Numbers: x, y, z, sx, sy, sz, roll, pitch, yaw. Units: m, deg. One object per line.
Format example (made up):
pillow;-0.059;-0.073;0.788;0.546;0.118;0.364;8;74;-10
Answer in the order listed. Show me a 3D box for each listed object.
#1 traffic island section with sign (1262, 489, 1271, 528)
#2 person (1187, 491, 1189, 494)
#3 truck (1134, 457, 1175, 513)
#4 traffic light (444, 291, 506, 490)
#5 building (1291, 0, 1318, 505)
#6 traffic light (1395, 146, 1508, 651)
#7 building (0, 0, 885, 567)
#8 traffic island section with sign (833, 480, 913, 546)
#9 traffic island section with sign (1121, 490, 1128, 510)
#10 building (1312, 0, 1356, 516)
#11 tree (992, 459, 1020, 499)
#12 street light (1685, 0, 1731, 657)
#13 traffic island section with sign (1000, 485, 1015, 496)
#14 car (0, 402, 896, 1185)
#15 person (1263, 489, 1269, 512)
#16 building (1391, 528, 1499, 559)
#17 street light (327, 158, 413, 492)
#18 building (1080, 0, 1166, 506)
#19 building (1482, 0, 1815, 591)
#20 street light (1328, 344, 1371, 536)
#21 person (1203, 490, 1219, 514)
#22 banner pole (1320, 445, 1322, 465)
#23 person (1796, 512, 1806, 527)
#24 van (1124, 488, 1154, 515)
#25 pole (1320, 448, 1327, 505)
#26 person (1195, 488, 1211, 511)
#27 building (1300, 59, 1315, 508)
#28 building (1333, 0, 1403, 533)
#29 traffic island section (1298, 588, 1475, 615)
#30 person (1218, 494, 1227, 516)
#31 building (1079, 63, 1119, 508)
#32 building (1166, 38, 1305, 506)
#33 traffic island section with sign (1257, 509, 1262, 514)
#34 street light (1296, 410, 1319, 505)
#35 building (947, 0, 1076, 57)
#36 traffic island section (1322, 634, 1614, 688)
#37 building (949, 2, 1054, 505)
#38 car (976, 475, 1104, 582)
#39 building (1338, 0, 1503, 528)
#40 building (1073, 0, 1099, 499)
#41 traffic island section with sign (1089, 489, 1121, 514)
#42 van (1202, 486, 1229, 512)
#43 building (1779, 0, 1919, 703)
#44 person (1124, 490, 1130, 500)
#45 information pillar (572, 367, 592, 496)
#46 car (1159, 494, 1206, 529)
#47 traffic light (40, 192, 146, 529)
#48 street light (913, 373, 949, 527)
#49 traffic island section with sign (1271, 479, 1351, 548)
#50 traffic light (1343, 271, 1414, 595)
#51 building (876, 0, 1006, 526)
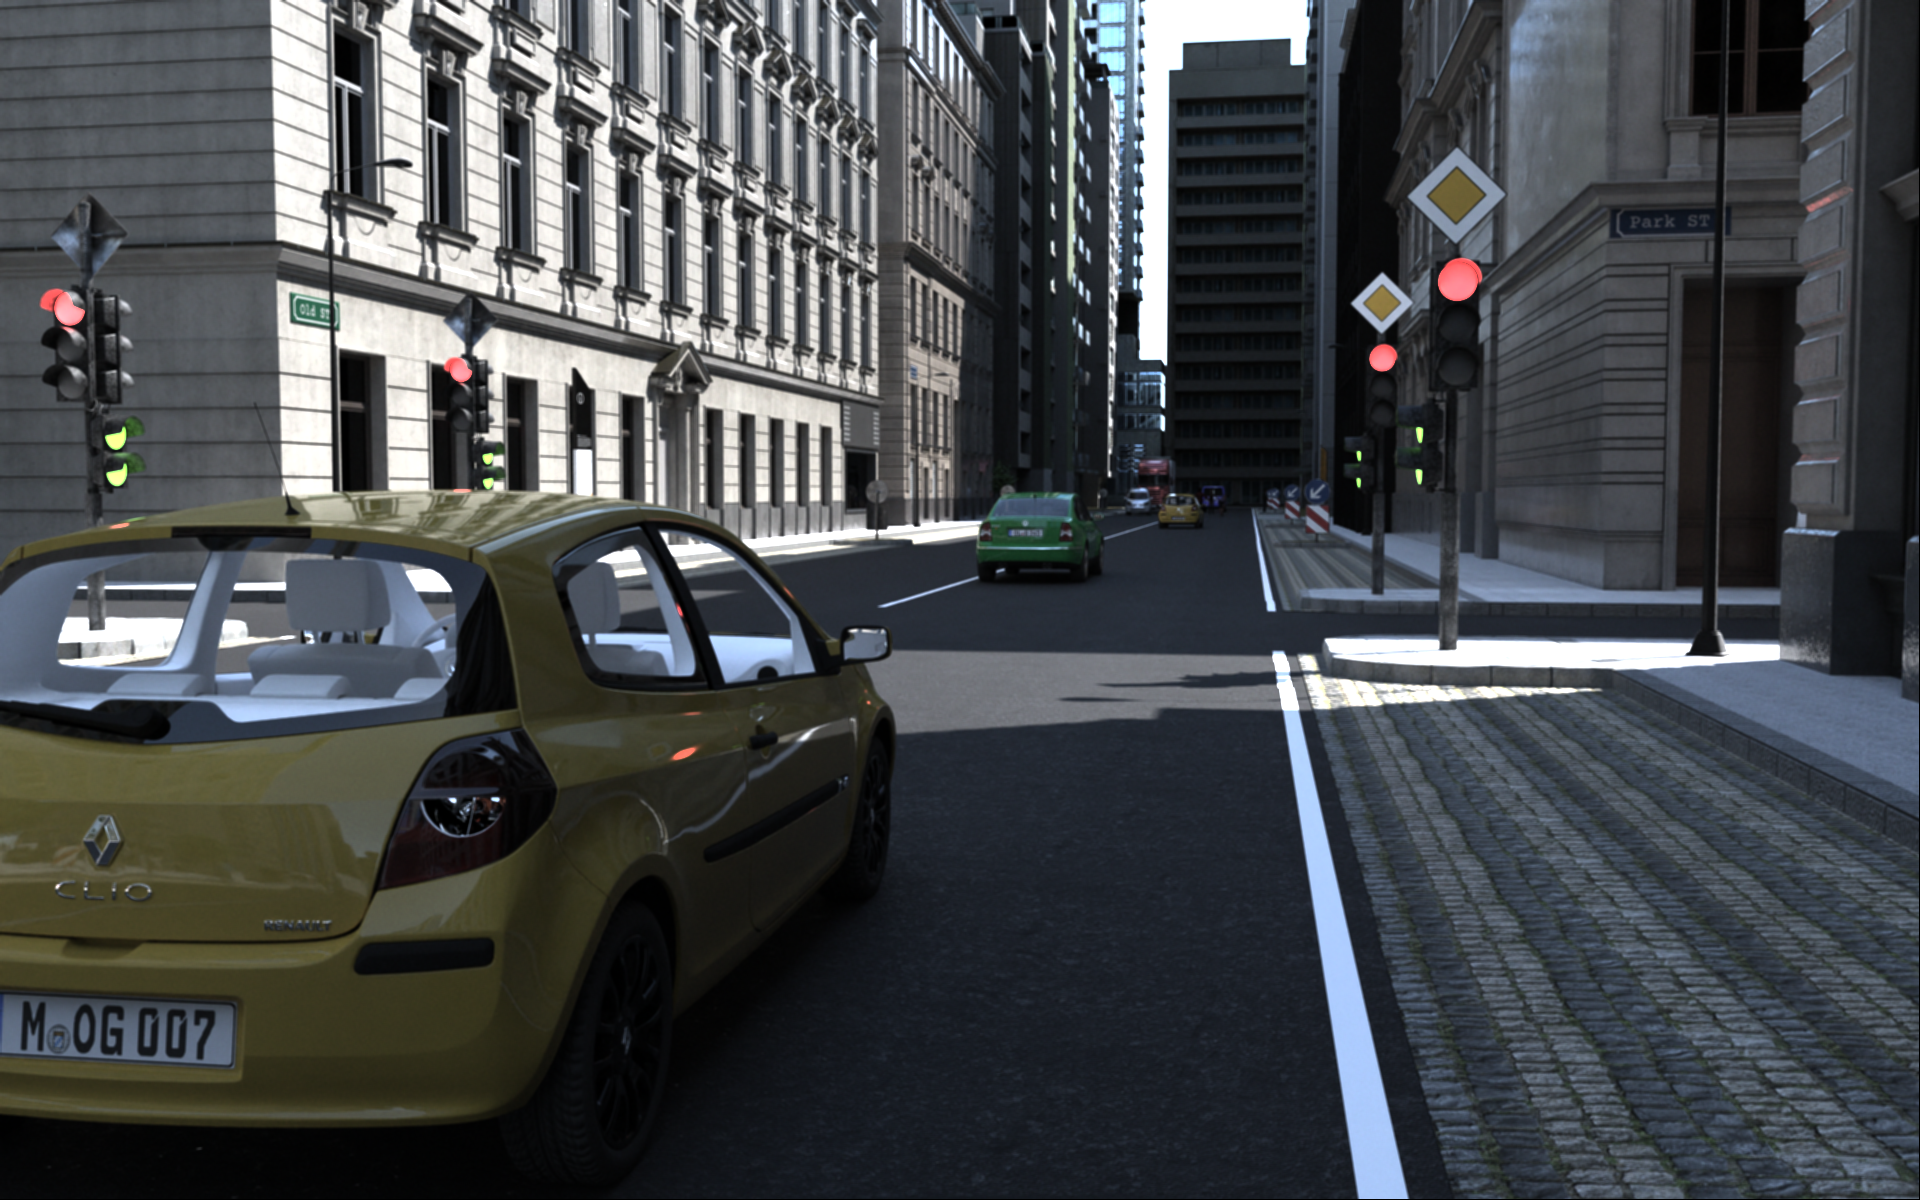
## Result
traffic island section with sign;13.911;-3.947;73.162;1.989;1.847;2.006;1;4;9
person;23.088;-10.223;176.184;0.617;1.759;0.750;-2;4;-31
truck;15.001;-8.770;132.307;2.839;4.237;11.283;1;4;9
traffic light;-6.775;-2.148;24.035;0.839;4.253;0.868;1;4;9
building;39.110;-31.770;139.047;23.786;49.044;30.456;1;4;9
traffic light;4.003;-1.544;14.158;0.839;4.253;0.868;1;4;9
building;-13.992;-16.518;46.480;17.030;29.872;44.131;1;4;9
traffic island section with sign;-2.385;-2.445;48.606;1.989;1.847;2.006;1;4;9
traffic island section with sign;14.902;-8.758;151.827;1.989;1.847;2.006;1;4;9
building;33.413;-34.737;109.954;21.231;58.520;28.212;1;4;9
tree;2.220;-6.255;96.870;1.663;3.219;1.824;0;3;0
street light;5.434;-2.519;13.722;1.470;5.913;1.316;1;4;9
traffic island section with sign;2.071;-4.076;75.274;1.989;1.847;2.006;1;4;9
car;-1.297;0.312;5.117;2.015;1.641;3.980;1;4;9
person;22.591;-7.318;128.166;0.705;1.821;1.348;0;4;-5
building;18.280;-15.653;43.312;14.401;28.519;23.554;1;4;9
street light;-8.246;-3.158;24.170;1.470;5.913;1.316;1;4;9
building;7.432;-53.793;192.179;31.000;86.520;22.319;1;4;9
building;18.999;-11.592;25.679;21.152;22.565;11.583;1;4;9
street light;12.091;-4.964;53.709;1.470;5.913;1.316;1;4;9
person;17.802;-6.944;122.559;1.217;1.766;0.721;0;4;-2
banner pole;18.386;-5.989;87.936;0.401;3.779;0.863;2;4;28
person;9.597;-0.508;19.408;0.503;1.515;0.523;2;4;28
van;12.141;-6.760;117.531;2.013;2.044;4.112;0;4;8
pole;16.064;-5.073;76.794;0.158;3.312;0.155;0;3;0
person;14.498;-5.885;104.683;1.348;1.831;0.705;1;4;21
building;39.171;-29.275;162.239;14.154;41.232;14.086;1;4;9
building;20.394;-14.273;63.047;12.332;23.373;15.834;1;4;9
traffic island section;5.359;0.009;22.141;2.009;0.180;2.903;1;4;9
person;17.230;-6.223;113.486;0.421;1.427;0.697;-2;4;-26
building;8.135;-29.632;168.083;14.086;41.232;14.154;1;4;9
building;33.595;-34.553;188.649;21.600;48.544;21.300;1;4;9
traffic island section with sign;22.172;-6.965;122.503;1.989;1.847;2.006;1;4;9
street light;19.273;-7.545;95.896;1.470;5.913;1.316;1;4;9
building;0.297;-26.694;120.039;14.154;41.232;14.086;1;4;9
traffic island section;4.041;0.490;14.265;2.009;0.180;2.903;1;4;9
building;-2.036;-20.476;106.491;14.160;30.474;14.107;1;4;9
car;1.434;-1.277;29.674;1.959;1.807;4.718;1;4;10
building;25.407;-18.028;82.154;14.401;28.519;23.554;1;4;9
building;-1.085;-31.989;142.636;23.786;49.044;30.456;1;4;9
traffic island section with sign;10.338;-7.095;124.627;1.989;1.847;2.006;1;4;9
van;20.320;-8.195;138.373;2.240;2.365;5.245;1;4;10
building;9.550;-10.640;2.842;11.050;23.489;19.941;1;4;9
person;13.398;-7.893;138.255;0.721;1.736;1.217;3;4;37
information pillar;-7.054;-2.506;32.333;0.183;3.616;0.504;2;4;23
car;9.370;-3.854;73.238;2.015;1.641;3.980;1;4;11
traffic light;-8.094;-1.666;16.159;0.839;4.253;0.868;1;4;9
street light;-1.108;-5.748;66.517;1.470;5.913;1.316;1;4;9
traffic island section with sign;9.433;-2.310;46.402;1.989;1.847;2.006;1;4;9
traffic light;5.321;-2.025;22.034;0.839;4.253;0.868;1;4;9
building;-5.729;-17.337;80.717;12.463;27.353;25.104;1;4;9
